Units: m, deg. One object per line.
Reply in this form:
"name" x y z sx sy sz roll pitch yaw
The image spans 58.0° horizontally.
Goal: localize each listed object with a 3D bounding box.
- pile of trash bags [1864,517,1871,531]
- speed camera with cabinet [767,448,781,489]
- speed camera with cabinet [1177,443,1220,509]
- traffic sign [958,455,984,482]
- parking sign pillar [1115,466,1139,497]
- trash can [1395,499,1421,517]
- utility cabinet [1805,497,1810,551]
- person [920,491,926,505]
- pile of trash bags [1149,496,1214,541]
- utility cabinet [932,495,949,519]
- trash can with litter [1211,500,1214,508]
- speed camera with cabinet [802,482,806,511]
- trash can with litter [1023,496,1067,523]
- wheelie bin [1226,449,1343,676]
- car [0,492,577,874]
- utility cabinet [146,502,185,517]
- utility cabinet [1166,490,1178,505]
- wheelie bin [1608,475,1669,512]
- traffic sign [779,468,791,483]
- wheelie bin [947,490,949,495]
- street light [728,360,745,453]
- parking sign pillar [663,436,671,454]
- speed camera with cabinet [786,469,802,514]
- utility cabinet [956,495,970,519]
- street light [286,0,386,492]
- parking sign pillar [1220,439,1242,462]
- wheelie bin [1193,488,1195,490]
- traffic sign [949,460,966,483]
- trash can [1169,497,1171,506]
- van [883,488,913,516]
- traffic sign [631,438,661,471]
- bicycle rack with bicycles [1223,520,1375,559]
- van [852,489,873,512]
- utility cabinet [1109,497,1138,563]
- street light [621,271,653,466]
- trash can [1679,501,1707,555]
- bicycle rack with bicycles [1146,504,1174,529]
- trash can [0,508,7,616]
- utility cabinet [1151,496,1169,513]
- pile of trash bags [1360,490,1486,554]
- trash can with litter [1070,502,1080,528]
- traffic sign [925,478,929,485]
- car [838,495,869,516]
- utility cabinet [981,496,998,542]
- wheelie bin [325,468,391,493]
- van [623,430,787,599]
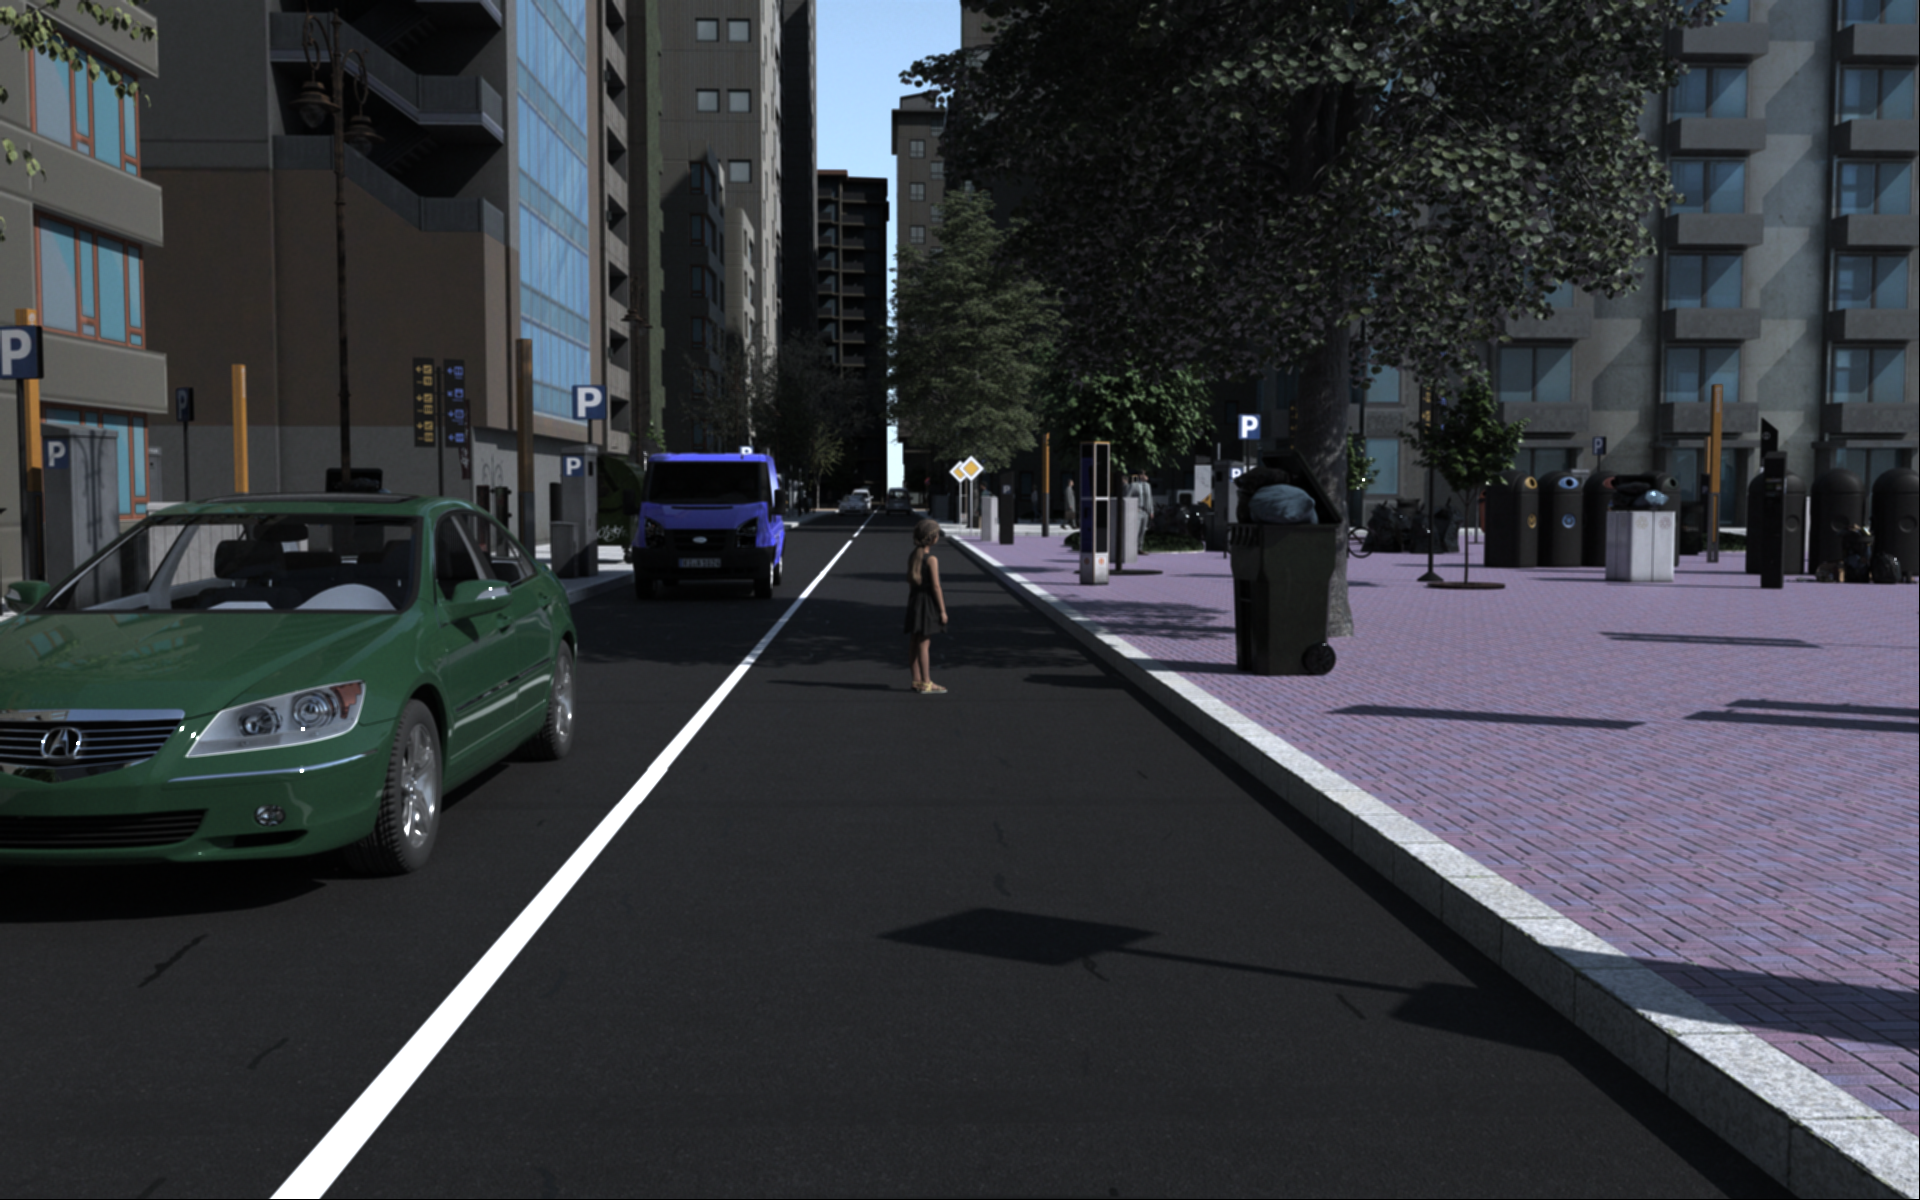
"pile of trash bags" 24.756 -2.276 46.969 1.912 1.369 3.447 3 5 41
"speed camera with cabinet" -8.371 -4.883 74.176 0.660 3.252 2.038 1 4 21
"speed camera with cabinet" 9.421 -4.482 67.608 0.660 3.252 2.038 -3 5 -42
"traffic sign" 0.354 -3.035 51.809 0.795 2.593 0.064 0 4 -2
"parking sign pillar" 7.805 -5.579 79.689 1.447 3.967 1.447 -2 4 -23
"trash can" 13.058 -2.377 50.512 0.748 1.137 0.748 0 3 0
"utility cabinet" 19.261 -1.707 39.077 1.020 1.237 0.306 -1 4 -22
"person" -4.187 -11.939 201.242 1.348 1.824 0.705 2 4 23
"pile of trash bags" 6.926 -2.299 47.335 3.447 1.369 1.912 0 4 -4
"utility cabinet" -1.002 -4.843 90.343 1.020 1.237 0.306 -3 5 -41
"trash can with litter" 11.056 -3.992 76.664 0.624 1.170 1.055 0 4 3
"speed camera with cabinet" -12.987 -8.541 133.975 2.038 3.252 0.660 -1 4 -22
"trash can with litter" 3.791 -4.101 78.112 1.678 1.210 2.233 -3 5 -43
"wheelie bin" 2.308 -0.276 12.420 0.693 1.594 0.980 -1 4 -12
"car" -3.001 0.231 8.015 2.131 1.459 4.920 0 4 -2
"utility cabinet" -5.625 -0.125 13.210 1.020 1.237 0.306 -1 4 -23
"utility cabinet" 11.172 -4.906 88.900 1.173 1.500 0.318 0 4 3
"wheelie bin" 11.015 -1.242 28.220 0.980 1.594 0.693 2 4 35
"traffic sign" -9.068 -5.449 88.830 0.795 2.593 0.064 0 3 0
"wheelie bin" -1.021 -7.696 133.733 0.980 1.594 0.693 1 4 15
"street light" -7.695 -5.323 59.824 0.468 5.910 1.993 0 4 -2
"parking sign pillar" -13.605 -5.563 79.424 1.447 3.967 1.447 -2 4 -24
"speed camera with cabinet" -10.865 -7.270 113.195 0.660 3.252 2.038 0 4 -6
"utility cabinet" 0.197 -4.867 90.734 1.020 1.237 0.306 -1 4 -19
"street light" -5.938 -2.683 16.661 0.468 5.910 1.993 0 4 -2
"parking sign pillar" 11.234 -5.045 70.965 1.447 3.967 1.447 0 4 -8
"wheelie bin" 10.811 -4.349 79.021 0.693 1.594 0.980 -1 4 -13
"traffic sign" 0.032 -3.523 59.788 0.795 2.593 0.064 0 4 -2
"trash can" 16.138 -7.264 130.419 0.748 1.137 0.748 0 3 0
"van" -4.151 -6.691 116.415 2.013 2.044 4.112 0 4 -2
"traffic sign" -7.145 -2.396 39.278 0.768 2.556 0.104 0 4 7
"bicycle rack with bicycles" 6.488 -1.308 34.767 2.925 0.926 2.852 3 5 42
"van" -8.157 -8.277 142.337 2.013 2.044 4.112 0 4 -3
"utility cabinet" 2.995 -1.305 32.491 0.306 1.237 1.020 -1 4 -18
"street light" -6.698 -3.869 36.047 0.468 5.910 1.993 0 4 -2
"trash can" 15.338 -1.521 36.527 0.748 1.137 0.748 0 3 0
"bicycle rack with bicycles" 6.991 -3.002 62.469 2.925 0.926 2.852 -3 4 -38
"trash can" -9.905 -0.343 17.260 0.748 1.137 0.748 0 3 0
"utility cabinet" 8.198 -3.670 71.161 0.306 1.237 1.020 3 4 39
"pile of trash bags" 10.406 -1.712 37.744 1.912 1.369 3.447 -3 4 -38
"trash can with litter" 4.493 -3.259 64.675 0.624 1.170 1.055 -3 4 -39
"traffic sign" -2.307 -8.122 132.899 0.768 2.556 0.104 0 4 -2
"car" -7.087 -6.299 115.347 2.083 1.381 4.827 0 4 -2
"utility cabinet" 0.816 -2.208 47.264 0.306 1.237 1.020 1 4 12
"wheelie bin" -7.365 -0.813 21.207 0.980 1.594 0.693 -2 4 -25
"van" -3.629 -1.293 25.526 2.240 2.365 5.245 0 4 -4
